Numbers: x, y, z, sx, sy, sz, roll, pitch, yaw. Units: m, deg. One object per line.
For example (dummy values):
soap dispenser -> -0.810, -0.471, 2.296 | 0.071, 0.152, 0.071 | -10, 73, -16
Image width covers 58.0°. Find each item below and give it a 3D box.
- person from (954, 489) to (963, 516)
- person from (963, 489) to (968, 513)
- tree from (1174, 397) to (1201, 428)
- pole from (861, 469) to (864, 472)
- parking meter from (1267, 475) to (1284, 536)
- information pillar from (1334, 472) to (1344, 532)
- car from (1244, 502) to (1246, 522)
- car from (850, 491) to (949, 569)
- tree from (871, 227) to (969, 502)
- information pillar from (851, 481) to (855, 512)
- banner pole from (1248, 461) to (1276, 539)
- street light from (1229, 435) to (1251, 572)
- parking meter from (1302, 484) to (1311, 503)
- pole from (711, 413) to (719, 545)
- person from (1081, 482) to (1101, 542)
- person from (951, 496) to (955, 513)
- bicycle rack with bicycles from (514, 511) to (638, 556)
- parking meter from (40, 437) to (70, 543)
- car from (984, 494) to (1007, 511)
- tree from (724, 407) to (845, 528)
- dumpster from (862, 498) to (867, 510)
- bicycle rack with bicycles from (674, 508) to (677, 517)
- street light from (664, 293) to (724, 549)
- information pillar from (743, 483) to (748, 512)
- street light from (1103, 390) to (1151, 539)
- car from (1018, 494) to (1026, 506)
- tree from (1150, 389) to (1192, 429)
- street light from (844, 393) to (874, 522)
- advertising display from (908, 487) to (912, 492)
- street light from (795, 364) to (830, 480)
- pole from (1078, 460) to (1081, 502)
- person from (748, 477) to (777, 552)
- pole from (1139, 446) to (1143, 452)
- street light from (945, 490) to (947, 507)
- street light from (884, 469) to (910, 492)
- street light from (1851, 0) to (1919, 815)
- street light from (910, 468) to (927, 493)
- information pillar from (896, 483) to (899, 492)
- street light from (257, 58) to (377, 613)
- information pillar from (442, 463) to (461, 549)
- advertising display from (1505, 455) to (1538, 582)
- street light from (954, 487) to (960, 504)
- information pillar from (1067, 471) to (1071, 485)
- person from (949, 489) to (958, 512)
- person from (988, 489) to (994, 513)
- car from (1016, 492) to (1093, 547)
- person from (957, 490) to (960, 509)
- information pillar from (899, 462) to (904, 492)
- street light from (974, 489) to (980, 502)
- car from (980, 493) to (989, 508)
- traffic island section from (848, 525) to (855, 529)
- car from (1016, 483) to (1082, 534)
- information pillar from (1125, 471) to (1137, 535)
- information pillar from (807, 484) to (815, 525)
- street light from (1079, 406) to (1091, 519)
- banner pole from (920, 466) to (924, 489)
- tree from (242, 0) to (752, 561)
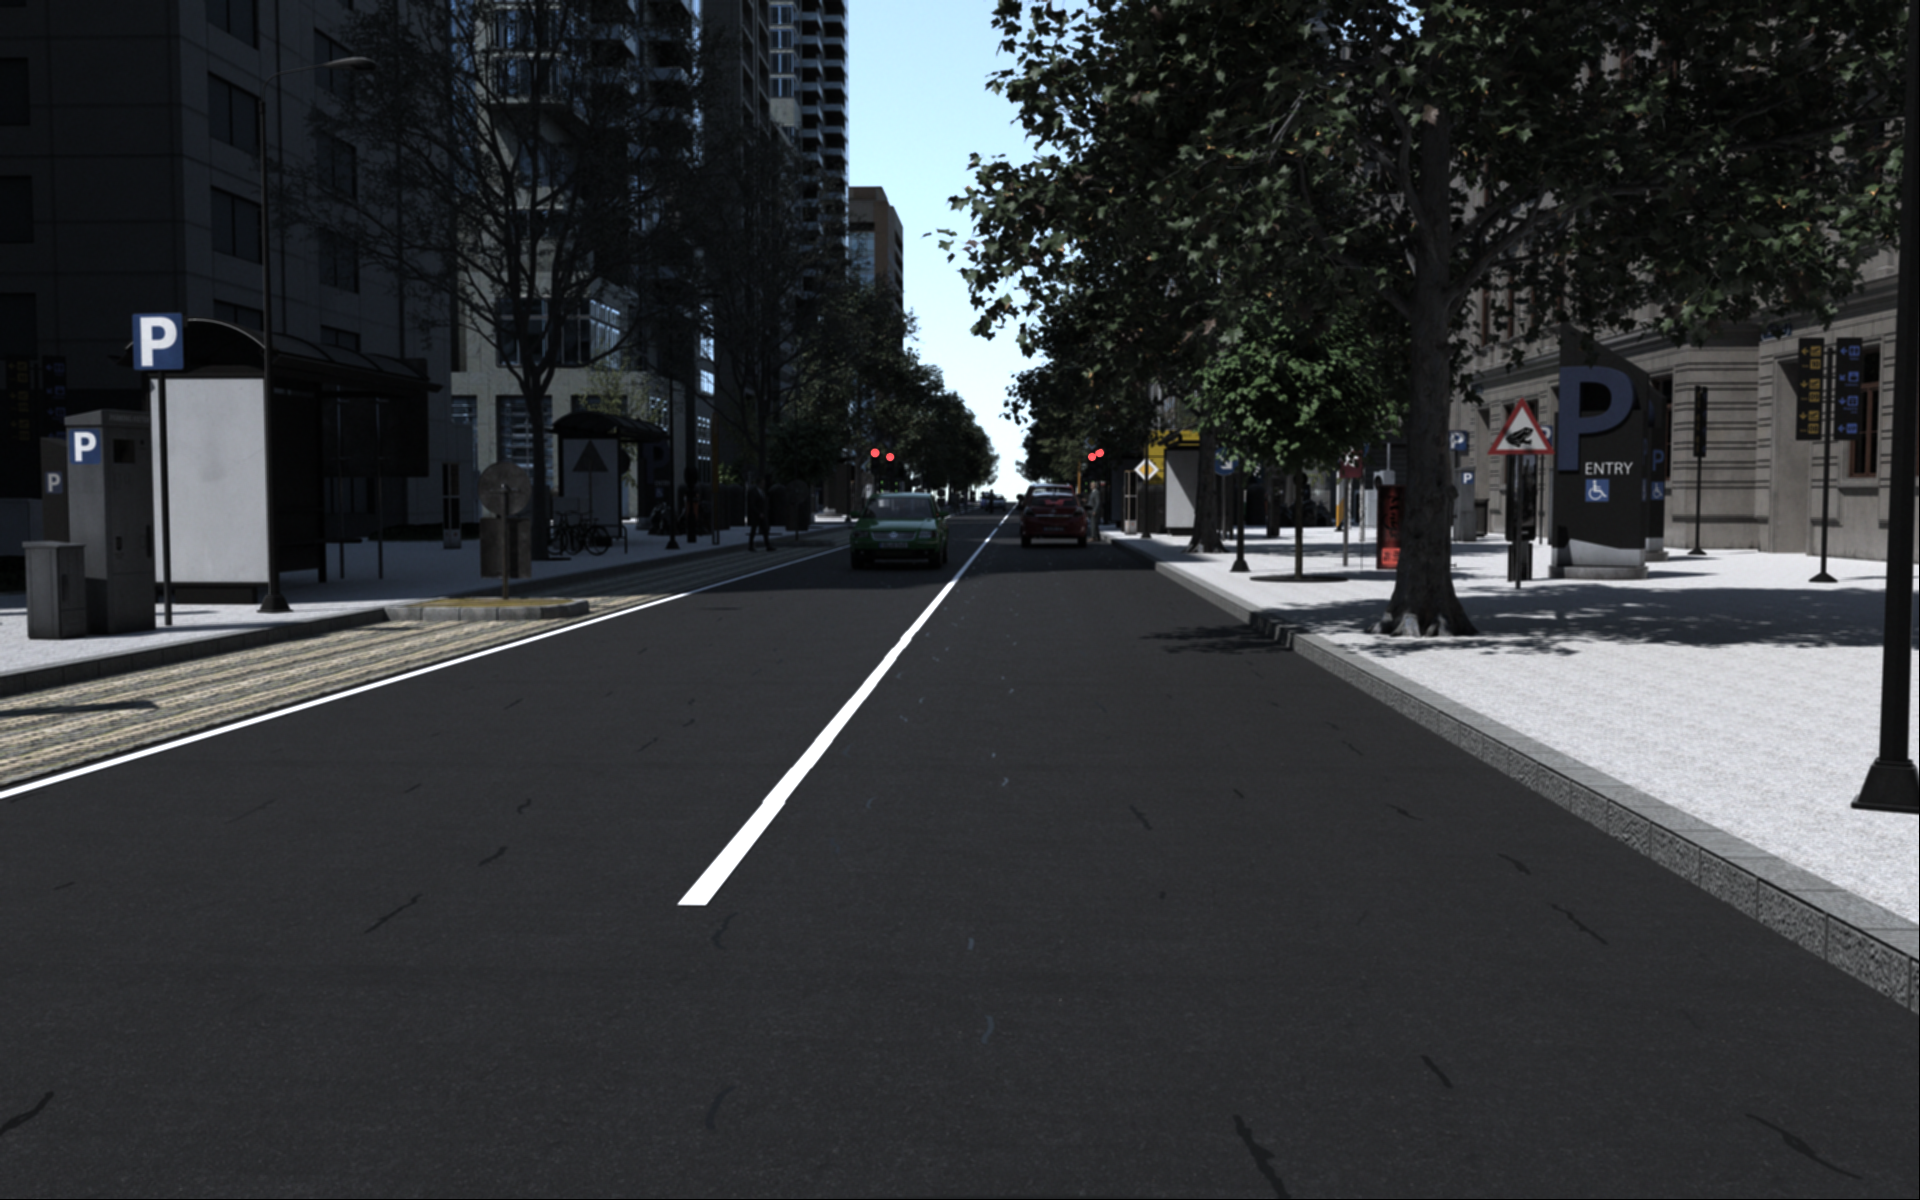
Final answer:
person -> -0.115, -6.491, 114.903 | 0.573, 1.790, 0.520 | 0, 4, 3
person -> 0.414, -7.429, 129.978 | 0.388, 1.821, 0.555 | -2, 4, -32
tree -> 16.577, -10.688, 125.116 | 4.737, 8.622, 4.395 | 0, 3, 0
pole -> -7.754, -8.833, 138.262 | 0.158, 3.312, 0.155 | 0, 3, 0
parking meter -> 9.536, -2.872, 52.672 | 0.255, 1.863, 0.399 | -1, 4, -22
information pillar -> 13.083, -4.161, 59.394 | 0.504, 3.616, 0.183 | -3, 5, -43
car -> 10.765, -4.145, 76.570 | 4.718, 1.807, 1.959 | 0, 4, 0
car -> -1.180, -1.587, 34.740 | 1.959, 1.807, 4.718 | 0, 4, 2
tree -> -6.305, -8.780, 53.931 | 12.009, 13.543, 11.850 | 0, 3, 0
information pillar -> -5.971, -5.697, 97.637 | 0.304, 2.012, 0.304 | -1, 4, -15
banner pole -> 8.728, -3.669, 50.008 | 0.863, 3.779, 0.401 | 2, 4, 27
street light -> 4.084, -3.418, 28.432 | 1.470, 5.913, 1.316 | 0, 4, 2
parking meter -> 17.800, -5.091, 88.950 | 0.399, 1.863, 0.255 | 1, 4, 19
pole -> -6.190, -3.054, 43.781 | 0.158, 3.312, 0.155 | 0, 3, 0
person -> 3.985, -2.677, 52.452 | 0.590, 1.801, 0.661 | -1, 4, -10
person -> -0.417, -7.122, 127.537 | 0.503, 1.515, 0.523 | -1, 4, -15
bicycle rack with bicycles -> -8.402, -1.445, 37.015 | 2.925, 0.926, 2.852 | 3, 4, 39
parking meter -> -9.229, -0.745, 17.885 | 0.399, 1.863, 0.255 | 1, 4, 18
car -> 3.041, -8.321, 148.053 | 2.014, 1.417, 4.499 | 0, 4, 2
tree -> -5.956, -5.005, 65.538 | 4.285, 4.588, 4.351 | 0, 3, 0
dumpster -> -6.471, -7.318, 125.408 | 1.264, 1.857, 1.865 | 0, 4, 2
bicycle rack with bicycles -> -10.794, -3.193, 65.593 | 2.925, 0.926, 2.852 | -1, 4, -19
street light -> -6.148, -4.132, 40.100 | 1.470, 5.913, 1.316 | 0, 4, 2
information pillar -> -14.603, -6.943, 118.016 | 0.304, 2.012, 0.304 | 0, 4, -6
street light -> 4.842, -4.732, 49.913 | 1.470, 5.913, 1.316 | 0, 4, 2
car -> 7.448, -11.306, 194.636 | 2.009, 1.686, 4.222 | 0, 4, 3
tree -> 14.008, -10.256, 118.054 | 4.360, 8.622, 3.978 | 0, 3, 0
street light -> -4.634, -6.566, 79.890 | 1.470, 5.913, 1.316 | 0, 4, 2
advertising display -> -4.308, -8.191, 139.138 | 0.974, 1.923, 0.123 | 1, 4, 19
street light -> -5.321, -5.469, 61.967 | 1.470, 5.913, 1.316 | 0, 4, 2
pole -> 6.983, -6.582, 101.458 | 0.158, 3.312, 0.155 | 0, 3, 0
person -> -4.918, -2.116, 42.881 | 0.755, 1.850, 0.659 | 2, 4, 29
pole -> 7.498, -4.764, 71.728 | 0.158, 3.312, 0.155 | 0, 3, 0
street light -> -1.735, -11.236, 156.253 | 1.470, 5.913, 1.316 | 0, 4, 2
street light -> -3.856, -7.904, 101.774 | 1.470, 5.913, 1.316 | 0, 4, 2
street light -> 3.284, -2.105, 6.952 | 1.470, 5.913, 1.316 | 0, 4, 2
street light -> -3.034, -9.218, 123.253 | 1.470, 5.913, 1.316 | 0, 4, 2
information pillar -> -4.091, -6.490, 110.599 | 0.304, 2.012, 0.304 | 2, 4, 32
street light -> -6.905, -2.818, 18.619 | 1.470, 5.913, 1.316 | 0, 4, 2
information pillar -> -11.900, -2.205, 40.539 | 0.304, 2.012, 0.304 | 3, 5, 42
advertising display -> 8.306, -1.249, 25.638 | 0.123, 1.923, 0.974 | 3, 4, 37
street light -> -0.997, -12.566, 177.991 | 1.470, 5.913, 1.316 | 0, 4, 2
information pillar -> 9.447, -9.705, 150.025 | 0.504, 3.616, 0.183 | 3, 5, 41
person -> -0.532, -7.664, 133.784 | 0.713, 1.824, 0.794 | -1, 4, -21
person -> 2.312, -7.384, 129.412 | 0.473, 1.802, 0.592 | 2, 4, 23
car -> 2.615, -2.387, 48.072 | 2.155, 1.783, 4.494 | 0, 4, 3
person -> -0.221, -9.384, 161.951 | 0.705, 1.821, 1.348 | 0, 4, -6
information pillar -> -3.772, -7.347, 111.480 | 0.183, 3.616, 0.504 | -3, 5, -39
street light -> 2.166, -17.715, 262.183 | 1.470, 5.913, 1.316 | 0, 4, 2
car -> 2.979, -10.226, 176.787 | 1.945, 1.707, 3.694 | 0, 4, 4
traffic island section -> -3.515, -3.039, 71.962 | 2.009, 0.180, 2.903 | 0, 4, 2
car -> 3.114, -3.145, 60.092 | 2.281, 1.827, 5.304 | 0, 4, 0
information pillar -> 5.378, -3.057, 54.477 | 0.304, 2.012, 0.304 | -1, 4, -20
information pillar -> -6.315, -4.188, 72.968 | 0.304, 2.012, 0.304 | 1, 4, 20
street light -> 5.506, -6.046, 71.398 | 1.470, 5.913, 1.316 | 0, 4, 2
banner pole -> -3.066, -9.134, 139.363 | 0.401, 3.779, 0.863 | -2, 4, -24
tree -> -8.113, -7.501, 33.013 | 12.009, 13.543, 11.850 | 0, 3, 0
